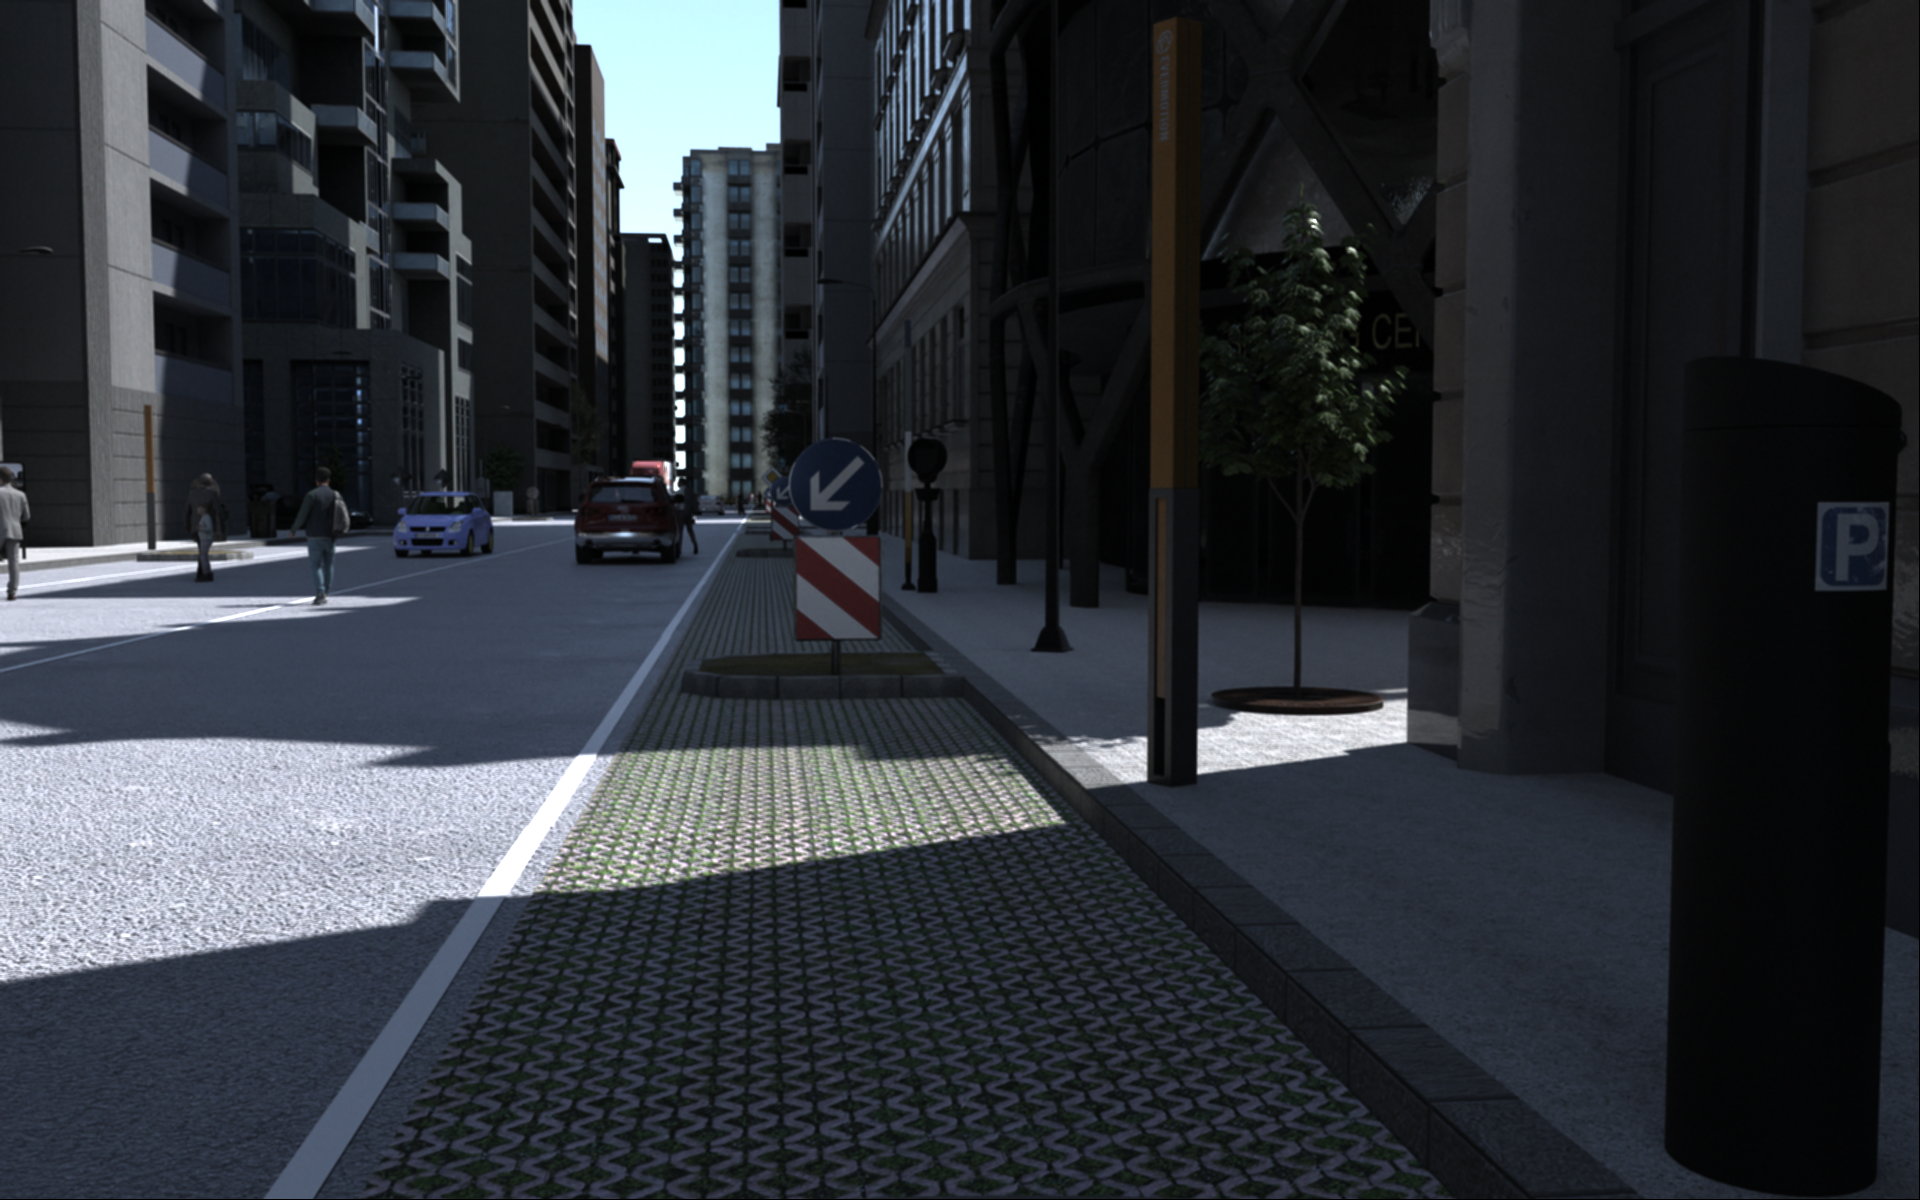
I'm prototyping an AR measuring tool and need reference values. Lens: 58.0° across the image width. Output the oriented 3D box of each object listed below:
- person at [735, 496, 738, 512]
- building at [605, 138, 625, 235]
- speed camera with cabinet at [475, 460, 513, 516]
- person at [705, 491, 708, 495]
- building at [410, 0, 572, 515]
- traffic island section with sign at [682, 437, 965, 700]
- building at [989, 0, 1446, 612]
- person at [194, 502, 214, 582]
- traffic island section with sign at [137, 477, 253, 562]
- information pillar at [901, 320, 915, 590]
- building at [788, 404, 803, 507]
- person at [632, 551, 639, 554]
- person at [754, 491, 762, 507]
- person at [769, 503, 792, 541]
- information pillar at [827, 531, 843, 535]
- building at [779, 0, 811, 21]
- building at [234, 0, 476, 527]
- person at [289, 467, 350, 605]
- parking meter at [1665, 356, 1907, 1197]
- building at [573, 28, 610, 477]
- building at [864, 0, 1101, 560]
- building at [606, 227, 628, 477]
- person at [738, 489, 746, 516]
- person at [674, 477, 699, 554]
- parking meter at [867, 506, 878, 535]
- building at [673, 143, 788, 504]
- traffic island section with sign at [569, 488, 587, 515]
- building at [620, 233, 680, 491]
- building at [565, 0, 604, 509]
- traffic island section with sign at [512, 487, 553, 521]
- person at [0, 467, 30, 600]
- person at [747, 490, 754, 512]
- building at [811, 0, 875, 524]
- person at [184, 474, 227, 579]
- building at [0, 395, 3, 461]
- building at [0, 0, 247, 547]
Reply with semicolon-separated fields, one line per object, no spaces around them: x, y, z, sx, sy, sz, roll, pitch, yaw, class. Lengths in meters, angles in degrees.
-17.712;-7.636;137.616;0.475;1.303;0.640;2;4;28;person
-53.067;-33.675;205.202;28.867;44.769;22.147;0;4;-7;building
-26.895;-6.460;99.964;2.038;3.252;0.660;0;4;4;speed camera with cabinet
-28.237;-11.273;193.369;0.434;1.755;0.990;-2;4;-28;person
-38.009;-30.035;114.770;21.300;48.544;21.600;0;4;-7;building
-1.062;-0.264;12.946;1.989;1.847;2.006;0;4;-7;traffic island section with sign
8.686;-9.574;23.992;16.820;18.784;16.811;0;4;-7;building
-12.362;-0.950;28.313;0.425;1.301;0.394;3;5;39;person
-16.604;-1.784;37.792;1.989;1.847;2.006;0;4;-7;traffic island section with sign
-0.692;-1.943;23.115;0.183;3.616;0.504;0;4;-2;information pillar
-5.873;-33.254;167.402;21.300;48.544;21.600;0;4;-7;building
-7.868;-2.033;41.868;0.709;1.813;0.853;-3;4;-37;person
-22.186;-11.107;190.622;0.750;1.759;0.617;-2;4;-31;person
-5.351;-2.662;52.124;0.778;1.811;0.616;-3;5;-40;person
-3.320;-2.536;45.958;0.304;2.012;0.304;2;4;32;information pillar
0.496;-32.846;126.273;28.713;52.752;27.495;0;4;-7;building
-34.887;-46.901;79.508;22.319;86.520;31.000;0;4;-7;building
-8.331;-0.843;22.636;0.721;1.781;0.623;2;4;31;person
1.560;0.313;3.296;0.372;1.533;0.369;0;3;0;parking meter
-42.218;-31.781;169.730;14.600;45.320;14.200;0;4;-7;building
5.772;-13.131;47.982;16.112;22.955;30.059;0;4;-7;building
-43.214;-25.266;184.795;14.160;30.474;14.107;0;4;-7;building
-14.605;-6.521;115.544;0.576;1.772;0.534;2;4;32;person
-6.555;-2.011;41.487;0.679;1.850;0.850;-3;5;-44;person
-2.375;-2.522;46.938;0.255;1.863;0.399;1;4;9;parking meter
-23.816;-37.890;239.115;30.456;49.044;23.786;0;4;-7;building
-26.056;-6.831;120.315;1.989;1.847;2.006;0;4;-7;traffic island section with sign
-51.679;-33.544;240.332;23.993;40.220;32.217;0;4;-7;building
-42.352;-43.620;151.439;20.563;71.187;20.611;0;4;-7;building
-22.933;-5.161;93.012;1.989;1.847;2.006;0;4;-7;traffic island section with sign
-12.956;-0.900;23.413;0.583;1.804;0.606;2;4;31;person
-16.860;-7.971;139.666;0.563;1.720;0.643;-3;4;-36;person
7.555;-32.848;79.064;28.212;58.520;21.231;0;4;-7;building
-12.839;-1.262;29.531;0.661;1.777;0.834;0;4;1;person
-26.997;-15.751;29.233;14.160;30.474;14.107;0;4;-7;building
-36.000;-30.891;47.075;28.212;58.520;21.231;0;4;-7;building
